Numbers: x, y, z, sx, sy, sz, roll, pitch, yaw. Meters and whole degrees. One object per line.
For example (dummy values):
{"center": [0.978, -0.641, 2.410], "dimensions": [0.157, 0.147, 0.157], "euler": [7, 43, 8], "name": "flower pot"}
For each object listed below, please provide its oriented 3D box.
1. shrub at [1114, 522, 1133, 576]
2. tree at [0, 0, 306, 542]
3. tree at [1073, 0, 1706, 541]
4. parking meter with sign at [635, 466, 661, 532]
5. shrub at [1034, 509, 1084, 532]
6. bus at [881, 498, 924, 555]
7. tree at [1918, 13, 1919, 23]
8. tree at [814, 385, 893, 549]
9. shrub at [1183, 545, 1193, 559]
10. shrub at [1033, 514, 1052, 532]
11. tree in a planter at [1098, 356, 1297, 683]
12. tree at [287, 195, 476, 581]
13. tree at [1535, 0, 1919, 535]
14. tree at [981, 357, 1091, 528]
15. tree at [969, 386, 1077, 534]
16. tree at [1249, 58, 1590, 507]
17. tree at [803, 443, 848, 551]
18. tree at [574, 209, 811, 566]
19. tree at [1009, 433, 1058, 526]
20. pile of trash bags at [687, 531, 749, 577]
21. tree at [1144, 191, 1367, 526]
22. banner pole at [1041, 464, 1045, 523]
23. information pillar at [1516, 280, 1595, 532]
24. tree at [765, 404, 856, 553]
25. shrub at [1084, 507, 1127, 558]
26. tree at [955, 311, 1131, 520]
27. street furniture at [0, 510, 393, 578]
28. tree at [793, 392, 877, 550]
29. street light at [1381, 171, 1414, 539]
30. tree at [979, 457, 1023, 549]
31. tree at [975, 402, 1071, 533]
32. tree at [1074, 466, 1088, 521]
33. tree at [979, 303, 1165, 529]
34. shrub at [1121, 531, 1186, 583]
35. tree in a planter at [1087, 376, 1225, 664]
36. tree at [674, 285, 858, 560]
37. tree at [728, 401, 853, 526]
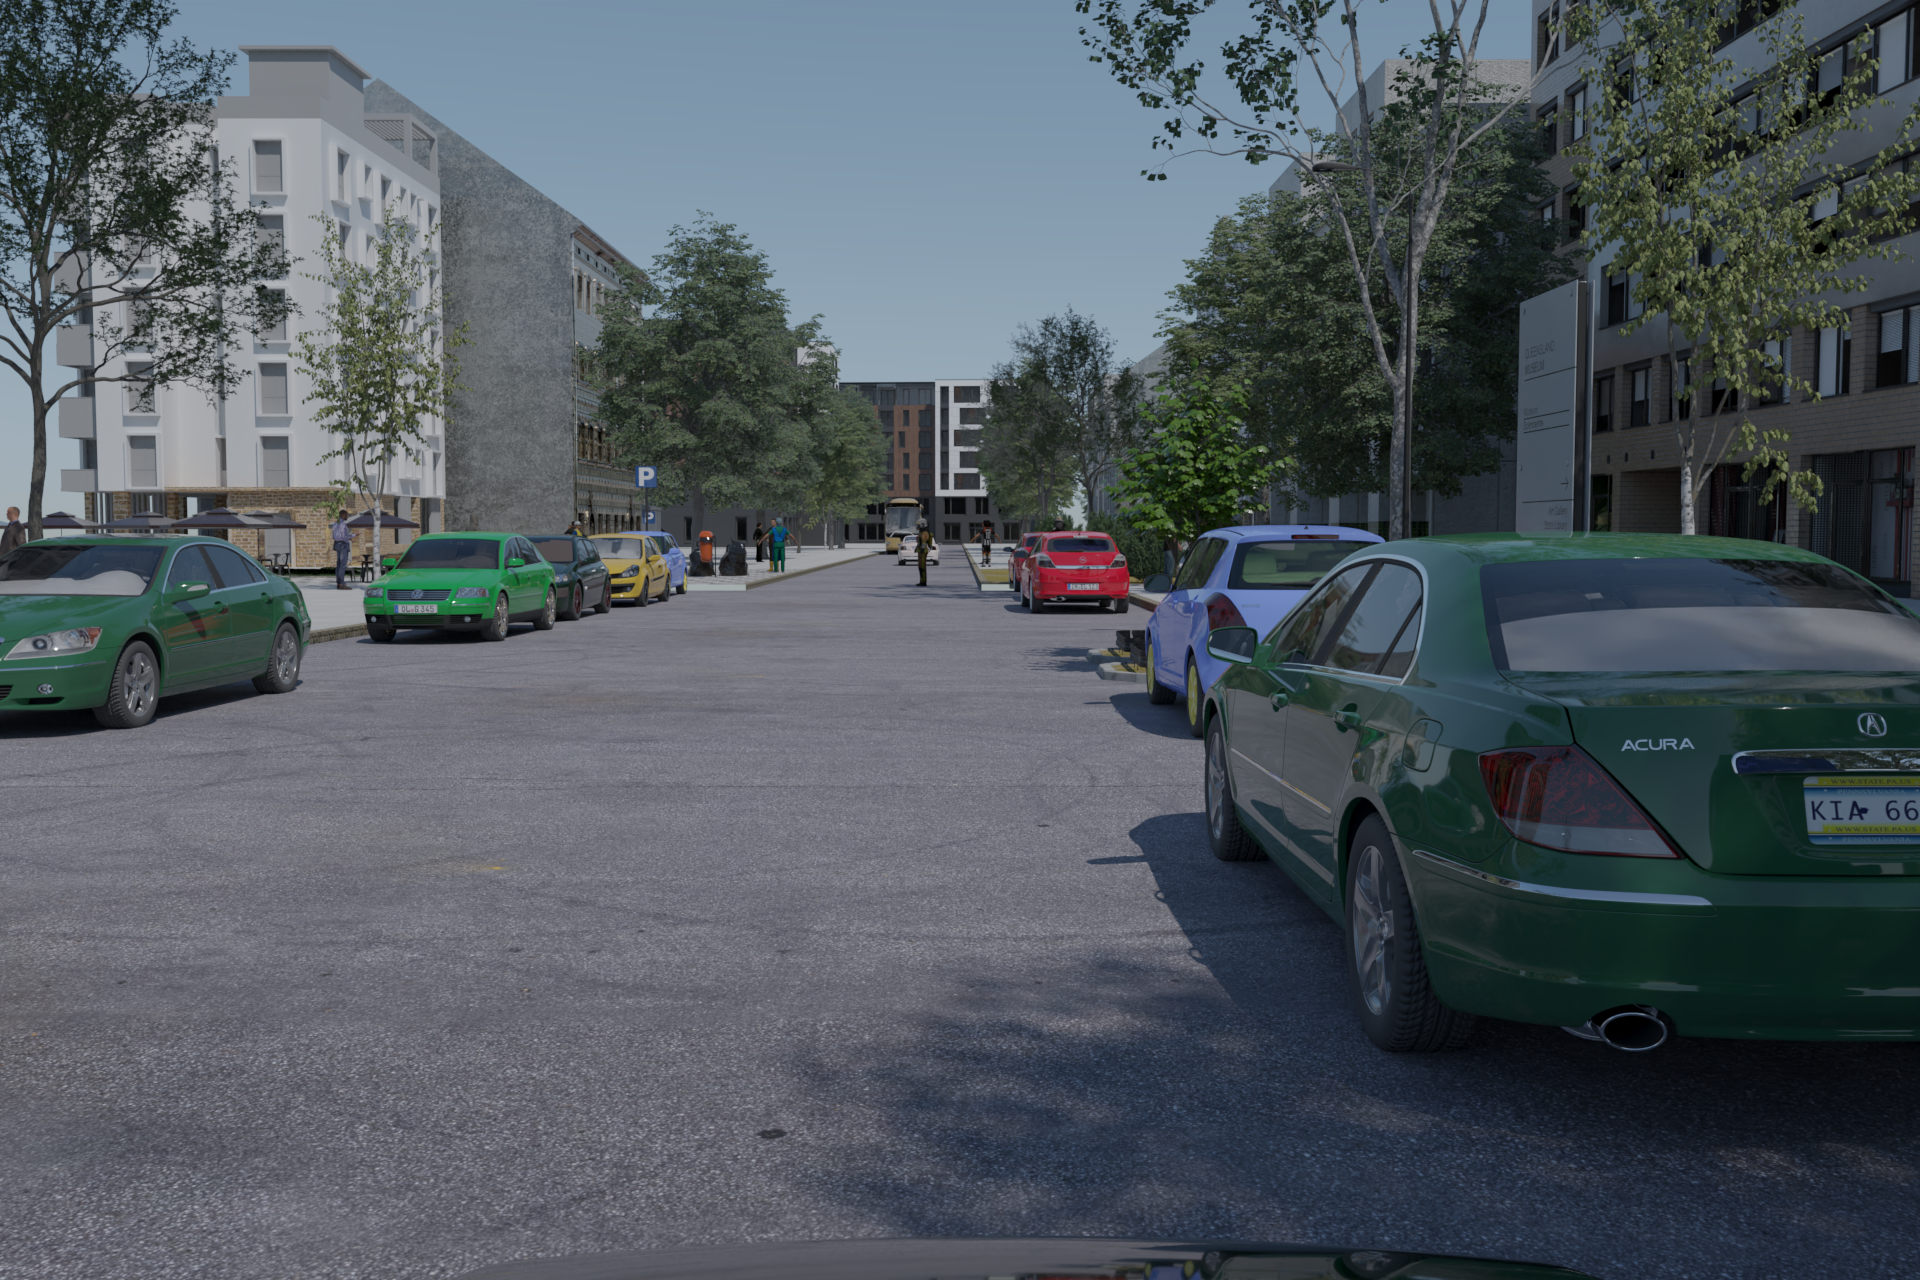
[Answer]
{"center": [5.154, -2.963, 52.481], "dimensions": [1.661, 2.075, 1.752], "euler": [0, 3, 0], "name": "shrub"}
{"center": [-13.198, -5.544, 25.050], "dimensions": [7.601, 10.594, 8.767], "euler": [-2, 4, -28], "name": "tree"}
{"center": [8.435, -10.836, 33.059], "dimensions": [12.611, 20.169, 13.585], "euler": [0, 3, 0], "name": "tree"}
{"center": [-8.055, -3.001, 45.327], "dimensions": [0.543, 3.016, 1.738], "euler": [0, 4, -1], "name": "parking meter with sign"}
{"center": [3.039, -2.987, 52.872], "dimensions": [1.661, 2.075, 1.752], "euler": [0, 3, 0], "name": "shrub"}
{"center": [-3.912, -8.057, 123.280], "dimensions": [2.896, 3.916, 12.252], "euler": [0, 4, 0], "name": "bus"}
{"center": [8.517, -4.561, 8.989], "dimensions": [7.601, 10.594, 8.767], "euler": [-2, 4, -32], "name": "tree"}
{"center": [-10.271, -14.881, 149.960], "dimensions": [9.857, 13.997, 8.962], "euler": [0, 3, 0], "name": "tree"}
{"center": [8.478, -3.126, 62.231], "dimensions": [1.383, 1.207, 1.383], "euler": [0, 3, 0], "name": "shrub"}
{"center": [3.109, -3.402, 60.045], "dimensions": [1.690, 2.028, 1.600], "euler": [0, 3, 0], "name": "shrub"}
{"center": [2.409, -1.234, 17.398], "dimensions": [1.991, 3.239, 1.994], "euler": [0, 4, 1], "name": "tree in a planter"}
{"center": [-12.945, -5.388, 38.458], "dimensions": [4.737, 8.622, 4.395], "euler": [0, 3, 0], "name": "tree"}
{"center": [8.562, -4.243, 19.736], "dimensions": [4.737, 8.622, 4.395], "euler": [0, 3, 0], "name": "tree"}
{"center": [4.963, -11.787, 110.840], "dimensions": [7.486, 12.596, 7.792], "euler": [0, 3, 0], "name": "tree"}
{"center": [5.346, -14.173, 138.378], "dimensions": [9.857, 13.997, 8.962], "euler": [0, 3, 0], "name": "tree"}
{"center": [12.326, -8.659, 48.237], "dimensions": [9.857, 13.997, 8.962], "euler": [0, 3, 0], "name": "tree"}
{"center": [-10.088, -10.917, 128.861], "dimensions": [4.737, 8.622, 4.395], "euler": [0, 3, 0], "name": "tree"}
{"center": [-10.644, -9.989, 69.982], "dimensions": [9.857, 13.997, 8.962], "euler": [0, 3, 0], "name": "tree"}
{"center": [5.173, -10.296, 118.705], "dimensions": [4.737, 8.622, 4.395], "euler": [0, 3, 0], "name": "tree"}
{"center": [-7.467, -2.628, 52.724], "dimensions": [1.912, 1.369, 3.447], "euler": [0, 4, 1], "name": "pile of trash bags"}
{"center": [9.882, -8.574, 58.312], "dimensions": [7.486, 12.596, 7.792], "euler": [0, 3, 0], "name": "tree"}
{"center": [2.969, -4.402, 61.991], "dimensions": [0.401, 3.779, 0.863], "euler": [0, 3, 0], "name": "banner pole"}
{"center": [5.771, -1.564, 16.889], "dimensions": [0.184, 3.620, 1.656], "euler": [0, 3, 0], "name": "information pillar"}
{"center": [-10.395, -11.042, 114.943], "dimensions": [7.601, 10.594, 8.767], "euler": [-1, 4, -11], "name": "tree"}
{"center": [3.880, -2.674, 48.145], "dimensions": [1.690, 2.028, 1.600], "euler": [0, 3, 0], "name": "shrub"}
{"center": [4.760, -11.379, 96.414], "dimensions": [12.009, 13.543, 11.850], "euler": [0, 3, 0], "name": "tree"}
{"center": [-24.294, -3.069, 55.205], "dimensions": [27.439, 1.986, 14.083], "euler": [0, 4, 2], "name": "street furniture"}
{"center": [-10.601, -13.372, 136.755], "dimensions": [7.486, 12.596, 7.792], "euler": [0, 3, 0], "name": "tree"}
{"center": [6.170, -3.010, 21.753], "dimensions": [1.470, 5.913, 1.316], "euler": [0, 3, 0], "name": "street light"}
{"center": [5.441, -13.688, 149.561], "dimensions": [9.928, 11.665, 9.643], "euler": [0, 3, 0], "name": "tree"}
{"center": [4.892, -12.401, 128.517], "dimensions": [9.928, 11.665, 9.643], "euler": [0, 3, 0], "name": "tree"}
{"center": [20.494, -20.142, 235.981], "dimensions": [9.857, 13.997, 8.962], "euler": [0, 3, 0], "name": "tree"}
{"center": [5.263, -8.280, 69.787], "dimensions": [8.767, 10.594, 7.601], "euler": [-3, 5, -42], "name": "tree"}
{"center": [5.036, -2.483, 45.014], "dimensions": [1.690, 2.028, 1.600], "euler": [0, 3, 0], "name": "shrub"}
{"center": [2.460, -1.369, 19.601], "dimensions": [1.991, 3.239, 1.994], "euler": [0, 4, 1], "name": "tree in a planter"}
{"center": [-9.906, -10.980, 86.170], "dimensions": [9.857, 13.997, 8.962], "euler": [0, 3, 0], "name": "tree"}
{"center": [-10.114, -10.060, 98.899], "dimensions": [8.767, 10.594, 7.601], "euler": [0, 4, 6], "name": "tree"}
